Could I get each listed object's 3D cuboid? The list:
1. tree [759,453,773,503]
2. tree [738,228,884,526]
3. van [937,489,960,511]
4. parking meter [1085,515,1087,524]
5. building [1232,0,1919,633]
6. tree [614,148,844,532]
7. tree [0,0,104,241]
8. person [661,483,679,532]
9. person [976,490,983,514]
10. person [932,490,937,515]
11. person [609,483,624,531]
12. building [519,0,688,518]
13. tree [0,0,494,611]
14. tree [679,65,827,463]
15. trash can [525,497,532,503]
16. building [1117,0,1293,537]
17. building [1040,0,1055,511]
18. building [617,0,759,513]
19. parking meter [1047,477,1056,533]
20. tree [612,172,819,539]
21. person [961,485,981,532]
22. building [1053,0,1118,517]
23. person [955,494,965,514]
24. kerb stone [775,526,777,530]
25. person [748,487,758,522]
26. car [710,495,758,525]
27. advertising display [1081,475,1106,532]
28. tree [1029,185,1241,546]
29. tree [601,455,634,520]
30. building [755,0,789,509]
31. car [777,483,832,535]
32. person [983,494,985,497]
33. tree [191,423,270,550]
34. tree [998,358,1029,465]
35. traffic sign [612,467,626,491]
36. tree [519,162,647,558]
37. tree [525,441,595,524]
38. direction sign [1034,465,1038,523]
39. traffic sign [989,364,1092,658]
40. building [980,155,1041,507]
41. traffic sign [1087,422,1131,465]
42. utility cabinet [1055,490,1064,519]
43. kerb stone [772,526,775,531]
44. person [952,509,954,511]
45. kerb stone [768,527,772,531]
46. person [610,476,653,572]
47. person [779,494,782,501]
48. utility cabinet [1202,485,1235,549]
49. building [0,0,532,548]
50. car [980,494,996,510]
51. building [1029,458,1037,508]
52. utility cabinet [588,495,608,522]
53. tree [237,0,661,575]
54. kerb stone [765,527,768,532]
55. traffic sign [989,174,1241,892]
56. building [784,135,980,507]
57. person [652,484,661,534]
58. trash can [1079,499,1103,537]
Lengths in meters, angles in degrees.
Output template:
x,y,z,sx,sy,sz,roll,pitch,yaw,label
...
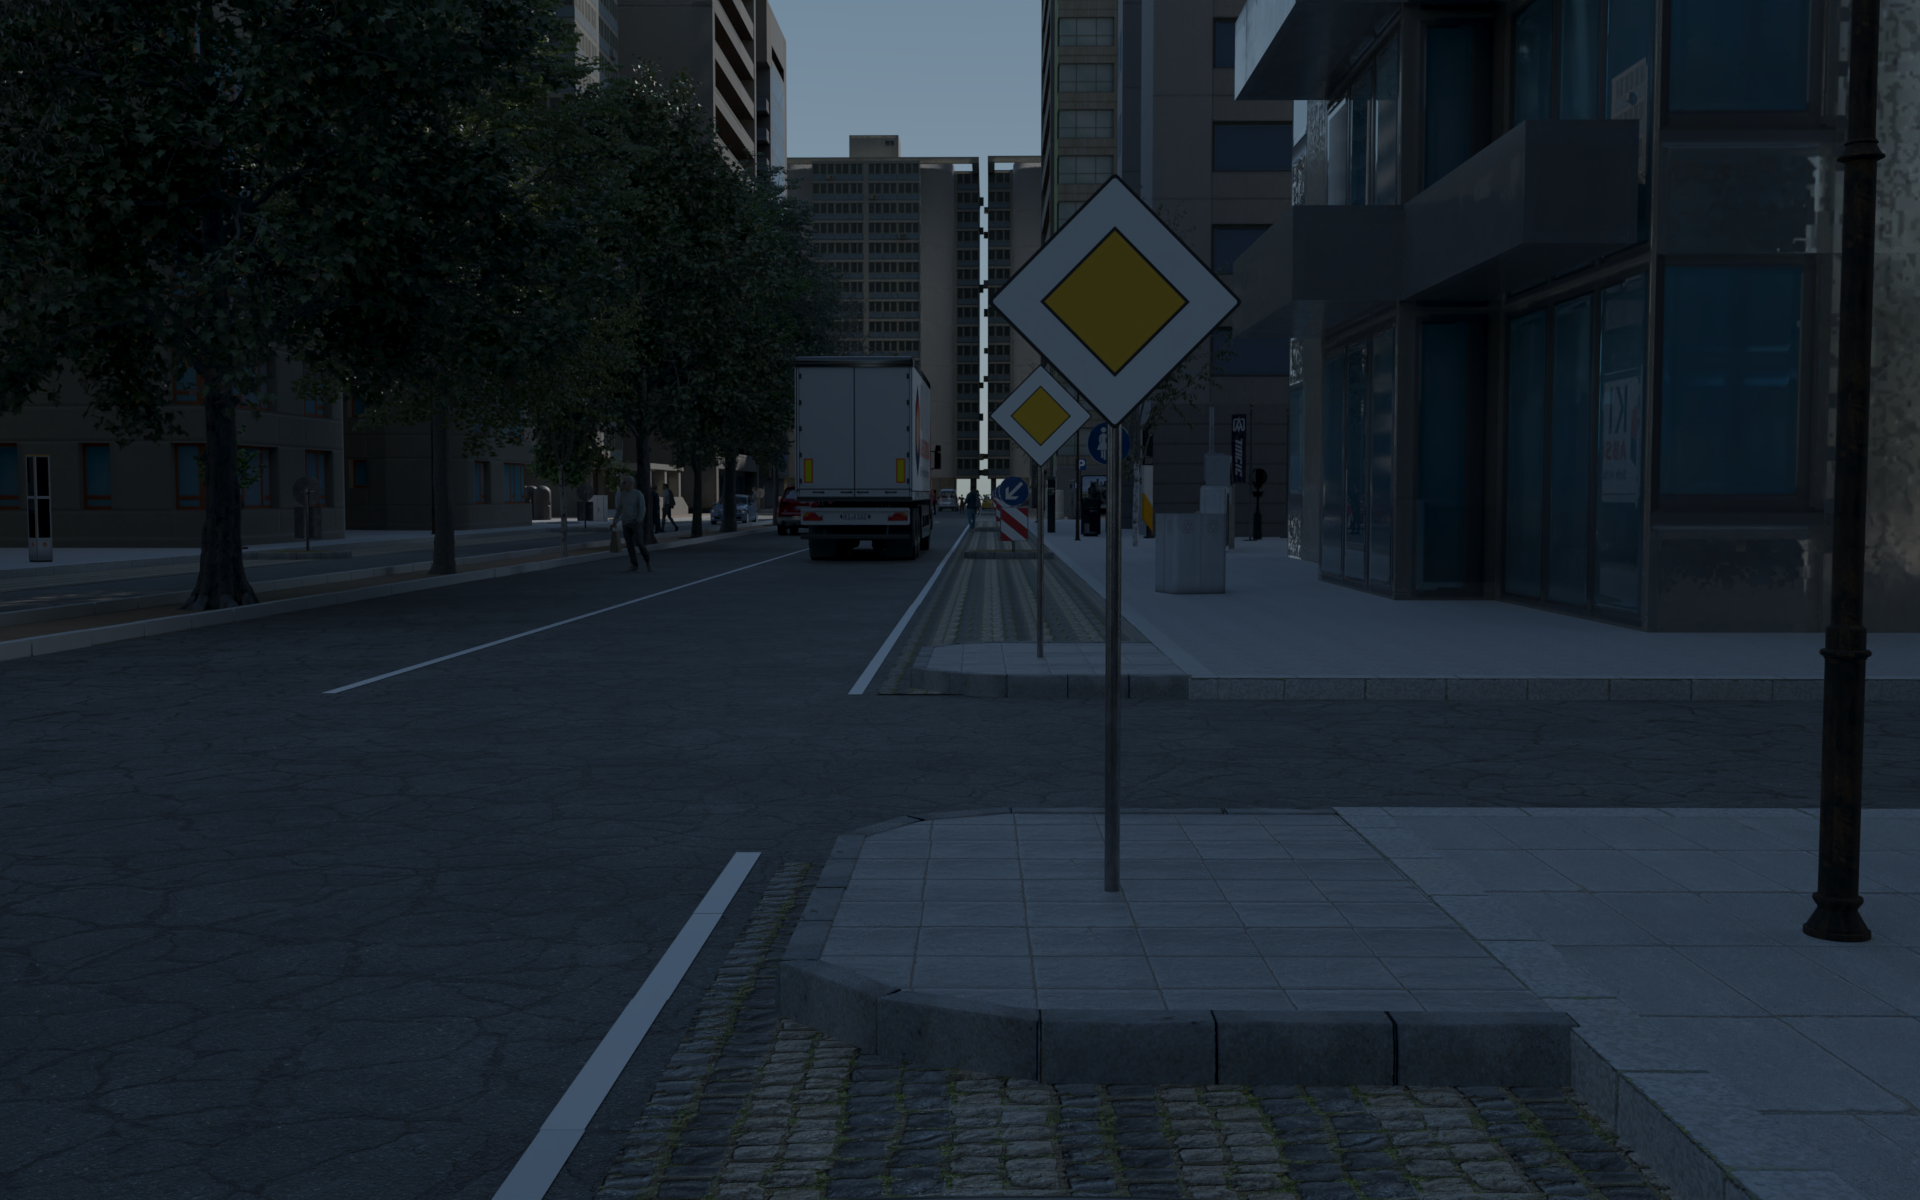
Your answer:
x,y,z,sx,sy,sz,roll,pitch,yaw,label
-16.451,-11.887,144.708,4.737,8.622,4.395,0,3,0,tree
-8.153,-10.014,76.555,12.009,13.543,11.850,0,3,0,tree
-0.970,-8.369,143.850,2.013,2.044,4.112,0,4,2,van
5.469,-4.269,75.502,0.399,1.863,0.255,-3,5,-44,parking meter
19.263,-24.724,23.841,30.456,49.044,23.786,0,4,1,building
-8.717,-9.527,64.880,9.857,13.997,8.962,0,3,0,tree
-9.567,-3.766,14.400,4.360,8.622,3.978,0,3,0,tree
-10.982,-3.458,65.143,0.850,1.850,0.679,1,4,14,person
1.167,-6.863,121.498,1.217,1.735,0.721,-3,5,-42,person
-1.826,-6.708,118.853,0.721,1.739,1.217,0,4,5,person
-12.783,-3.472,65.142,0.818,1.842,0.514,1,4,9,person
-33.288,-25.010,100.802,32.217,40.220,23.993,0,4,1,building
-9.184,-6.231,21.343,9.611,12.733,9.660,0,3,0,tree
-8.276,-7.683,45.084,9.611,12.733,9.660,0,3,0,tree
-21.058,-4.408,83.728,0.748,1.137,0.748,0,3,0,trash can
16.399,-31.907,63.681,21.231,58.520,28.212,0,4,1,building
16.619,-30.425,121.157,21.300,48.544,21.600,0,4,1,building
-26.590,-30.600,124.010,21.300,48.544,21.600,0,4,1,building
3.043,-3.176,57.642,0.255,1.863,0.399,0,4,6,parking meter
-8.318,-7.753,54.970,9.928,11.665,9.643,0,3,0,tree
0.452,-3.413,64.655,0.623,1.781,0.721,-3,5,-41,person
12.581,-25.664,103.208,14.154,41.232,14.086,0,4,1,building
0.142,-6.968,125.681,1.065,1.426,0.557,0,4,0,person
-7.362,-2.803,68.066,0.120,0.150,1.000,0,4,1,kerb stone
-10.498,-4.812,87.454,0.573,1.790,0.520,0,4,-7,person
-10.762,-4.333,82.850,2.014,1.417,4.499,0,4,2,car
4.556,-3.260,58.522,0.974,1.923,0.123,2,4,30,advertising display
4.534,-5.629,42.390,4.360,8.622,3.978,0,3,0,tree
-16.923,-5.556,85.446,1.663,3.219,1.824,0,3,0,tree
-23.375,-30.913,155.539,14.200,45.320,14.600,0,4,1,building
-5.290,-3.253,61.862,2.281,1.827,5.304,0,4,2,car
2.346,-8.706,154.025,0.799,1.438,0.628,0,4,6,person
-17.092,-2.782,40.092,1.663,3.219,1.824,0,3,0,tree
4.327,-8.615,91.219,4.360,8.622,3.978,0,3,0,tree
-15.962,-4.942,80.911,0.768,2.556,0.104,1,4,9,traffic sign
-8.692,-5.192,37.713,4.737,8.622,4.395,0,3,0,tree
-17.351,-5.647,76.036,4.285,4.588,4.351,0,3,0,tree
3.511,-5.229,77.486,0.379,3.537,0.876,0,4,-3,direction sign
0.626,-0.604,13.526,0.795,2.450,0.064,0,4,1,traffic sign
14.577,-30.411,189.104,23.993,40.220,32.217,0,4,1,building
2.625,-1.864,30.583,0.768,2.556,0.104,0,4,8,traffic sign
4.786,-4.767,86.625,0.318,1.500,1.173,2,4,35,utility cabinet
-7.379,-2.741,67.040,0.120,0.150,1.000,0,4,1,kerb stone
-0.557,-8.386,148.849,0.421,1.427,0.697,2,4,35,person
-7.396,-2.680,66.011,0.120,0.150,1.000,0,4,1,kerb stone
-6.092,-1.403,31.920,0.782,1.767,0.515,2,4,26,person
-11.812,-6.274,114.272,0.628,1.438,0.799,-3,5,-39,person
6.034,-1.952,40.586,0.318,1.500,1.173,-1,4,-18,utility cabinet
-31.371,-12.854,55.201,27.650,21.520,28.899,0,4,1,building
2.760,-8.520,149.523,2.015,1.641,3.980,0,4,-1,car
17.490,-50.983,146.238,22.319,86.520,31.000,0,4,1,building
-16.912,-4.264,80.876,1.020,1.237,0.306,2,4,34,utility cabinet
-9.282,-6.745,30.872,7.486,12.596,7.792,0,3,0,tree
-7.411,-2.617,64.989,0.120,0.150,1.000,0,4,1,kerb stone
0.489,-0.116,5.542,0.795,2.450,0.064,0,4,1,traffic sign
-9.403,-30.468,190.036,23.993,40.220,32.217,0,4,1,building
-10.509,-3.095,59.526,0.576,1.772,0.534,2,4,24,person
3.957,-2.491,52.380,0.748,1.137,0.748,0,3,0,trash can
